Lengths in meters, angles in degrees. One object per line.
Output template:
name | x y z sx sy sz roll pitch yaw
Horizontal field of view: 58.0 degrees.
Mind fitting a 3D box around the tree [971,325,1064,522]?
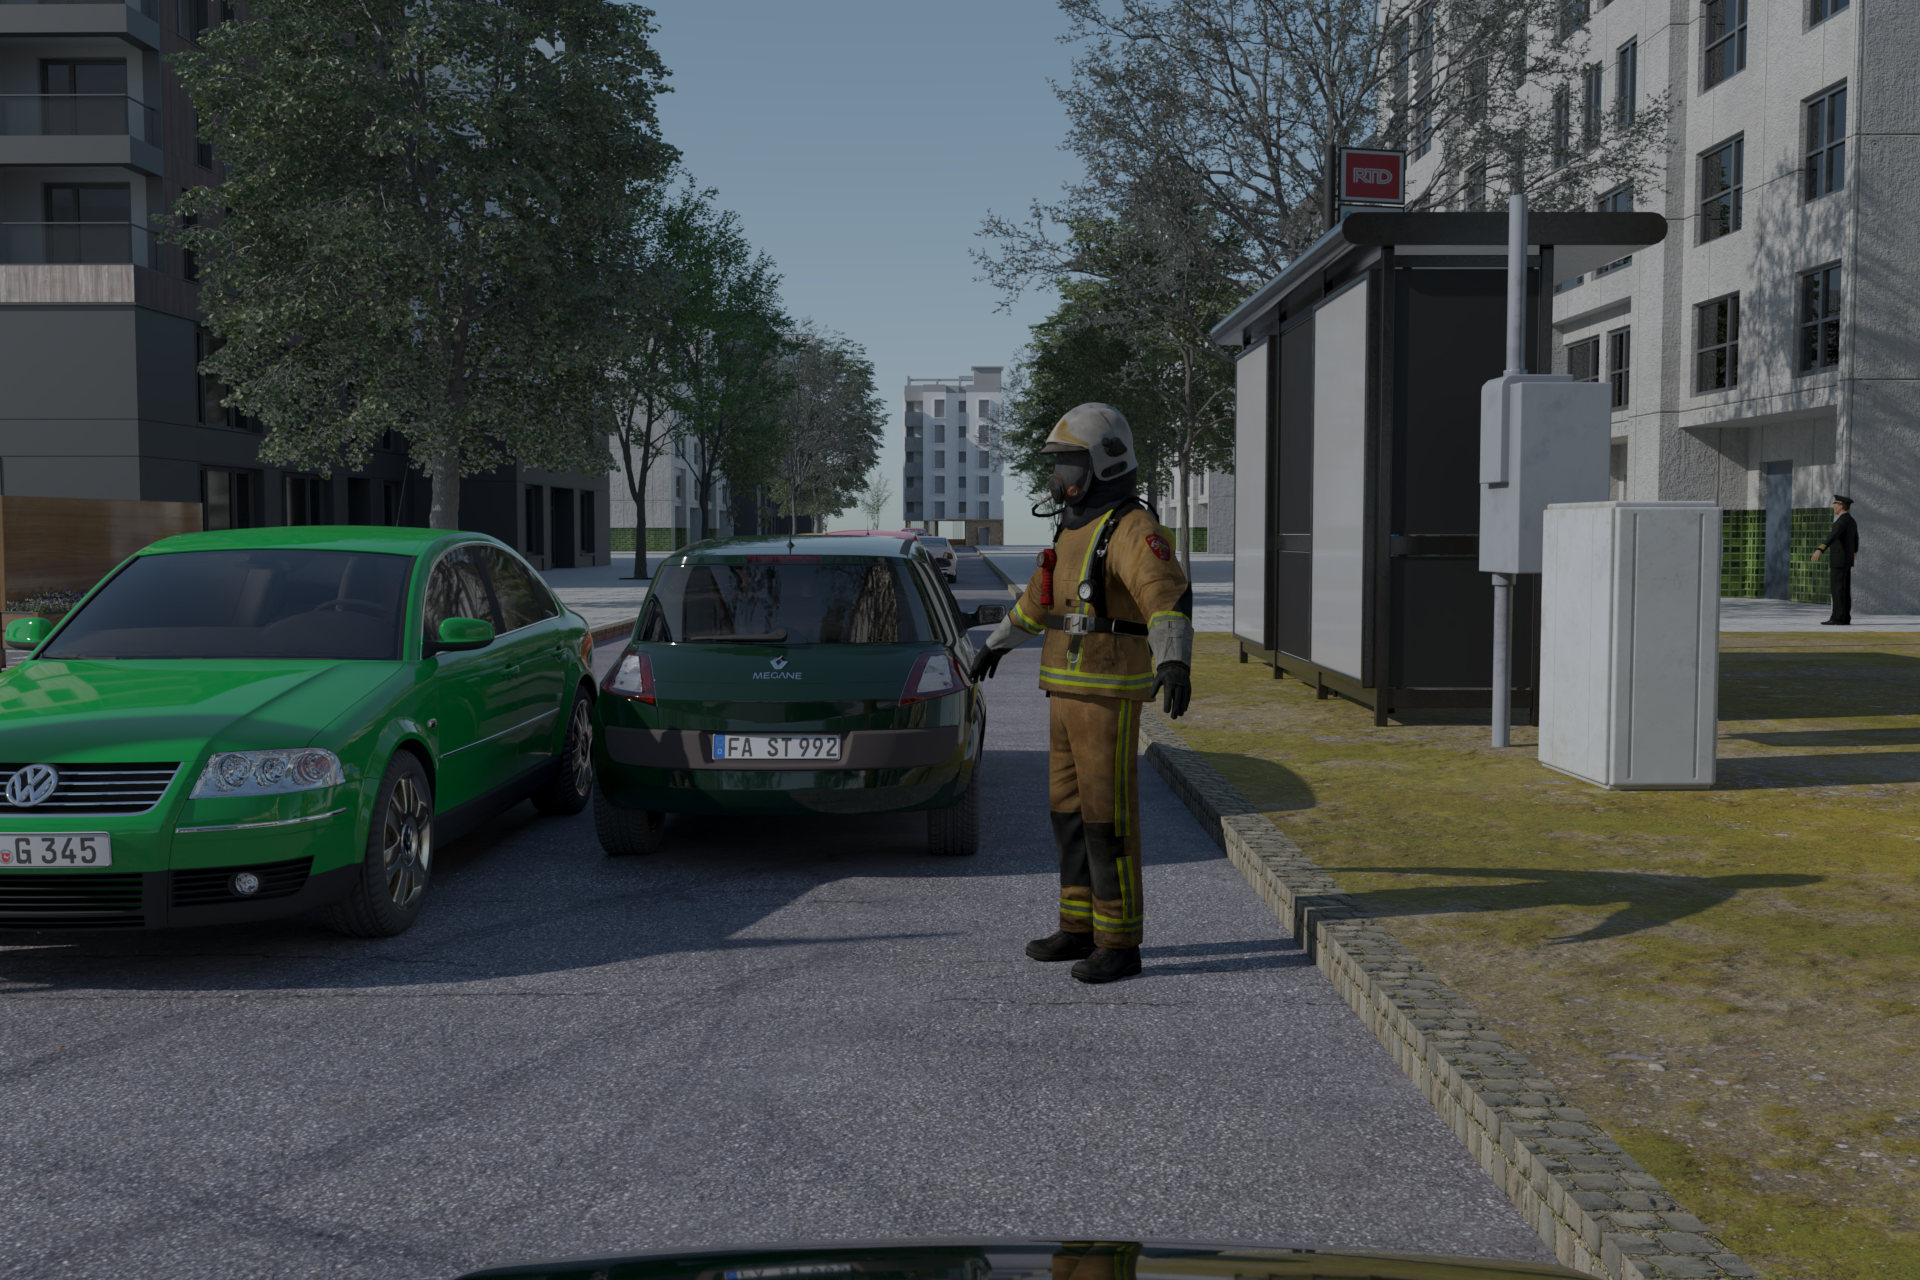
tree | 5.779 -11.393 96.639 12.009 13.543 11.850 0 3 0

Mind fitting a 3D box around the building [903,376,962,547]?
building | -6.169 -20.810 199.112 11.380 20.090 16.016 0 4 -3

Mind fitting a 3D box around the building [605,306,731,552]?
building | -29.314 -16.823 141.510 16.747 18.905 31.486 0 4 0

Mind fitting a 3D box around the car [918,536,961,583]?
car | -1.016 -2.410 51.771 2.083 1.381 4.827 0 3 0

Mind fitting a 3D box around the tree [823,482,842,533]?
tree | -15.403 -15.031 196.123 4.737 8.622 4.395 0 3 0

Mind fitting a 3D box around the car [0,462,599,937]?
car | -2.831 0.075 7.567 1.959 1.807 4.718 0 4 1

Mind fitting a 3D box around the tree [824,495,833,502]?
tree | -15.912 -15.345 201.257 4.360 8.622 3.978 0 3 0

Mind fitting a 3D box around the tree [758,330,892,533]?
tree | -9.094 -12.403 109.438 9.857 13.997 8.962 0 3 0

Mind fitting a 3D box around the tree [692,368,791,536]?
tree | -9.297 -7.440 72.008 4.737 8.622 4.395 0 3 0

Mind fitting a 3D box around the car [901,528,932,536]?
car | -2.816 -5.878 104.786 2.281 1.827 5.304 0 4 0

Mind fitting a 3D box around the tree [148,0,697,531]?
tree | -9.235 -7.606 31.022 9.857 13.997 8.962 0 3 0

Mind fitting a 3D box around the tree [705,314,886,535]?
tree | -9.271 -11.418 97.058 12.009 13.543 11.850 0 3 0

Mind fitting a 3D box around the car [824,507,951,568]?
car | -1.188 -0.877 23.380 2.155 1.783 4.494 0 4 -1

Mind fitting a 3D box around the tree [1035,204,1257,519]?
tree | 6.154 -8.288 53.632 7.486 12.596 7.792 0 3 0

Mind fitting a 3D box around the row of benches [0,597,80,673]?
row of benches | -9.358 -0.002 15.503 1.422 0.672 4.104 2 4 24

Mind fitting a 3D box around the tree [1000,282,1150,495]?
tree | 5.704 -9.813 78.573 7.486 12.596 7.792 0 3 0

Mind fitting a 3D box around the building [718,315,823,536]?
building | -29.081 -20.221 174.583 27.936 21.610 32.646 0 4 0

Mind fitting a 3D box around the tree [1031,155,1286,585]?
tree | 5.189 -6.567 41.789 7.601 10.594 8.767 -1 4 -21

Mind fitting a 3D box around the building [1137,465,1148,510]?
building | 22.604 -14.150 173.502 9.099 9.664 28.070 0 3 0

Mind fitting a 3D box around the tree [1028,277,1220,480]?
tree | 5.964 -7.836 62.538 7.601 10.594 8.767 1 4 14

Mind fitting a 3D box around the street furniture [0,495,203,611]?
street furniture | -11.867 -1.010 23.373 9.812 1.723 11.010 0 4 3

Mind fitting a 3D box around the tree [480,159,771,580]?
tree | -9.093 -7.500 48.388 9.928 11.665 9.643 0 3 0

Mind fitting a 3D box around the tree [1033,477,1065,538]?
tree | 10.726 -14.884 193.723 4.360 8.622 3.978 0 3 0

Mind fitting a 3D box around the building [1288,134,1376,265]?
building | 25.256 -14.980 75.858 19.493 23.208 18.063 0 4 0

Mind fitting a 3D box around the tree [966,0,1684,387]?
tree | 5.675 -7.128 26.912 12.009 13.543 11.850 0 3 0

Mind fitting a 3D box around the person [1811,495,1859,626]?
person | 12.384 -1.129 24.395 1.347 1.837 0.705 -3 5 -41

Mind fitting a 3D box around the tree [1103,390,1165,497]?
tree | 6.457 -7.325 70.120 4.737 8.622 4.395 0 3 0

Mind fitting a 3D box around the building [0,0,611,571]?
building | -28.508 -12.873 54.457 27.936 21.610 32.646 0 4 1

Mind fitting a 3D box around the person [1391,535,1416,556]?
person | 10.186 -2.097 40.412 1.347 1.817 0.704 1 4 20

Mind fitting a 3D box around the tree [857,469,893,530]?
tree | -9.093 -14.984 195.355 4.360 8.622 3.978 0 3 0

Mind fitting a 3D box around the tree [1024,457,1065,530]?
tree | 11.189 -16.832 200.963 9.928 11.665 9.643 0 3 0

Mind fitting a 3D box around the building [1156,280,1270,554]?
building | 24.622 -16.071 129.218 16.747 18.905 31.486 0 4 0

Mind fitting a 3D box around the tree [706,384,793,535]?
tree | -9.507 -7.941 80.196 4.737 8.622 4.395 0 3 0

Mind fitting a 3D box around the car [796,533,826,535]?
car | -2.311 -1.116 28.465 2.015 1.641 3.980 0 4 0

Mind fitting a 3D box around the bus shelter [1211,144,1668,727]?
bus shelter | 3.570 -2.324 15.625 2.179 5.291 8.768 0 3 0

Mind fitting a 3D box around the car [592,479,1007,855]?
car | -0.745 0.041 9.122 2.009 1.686 4.222 0 4 0

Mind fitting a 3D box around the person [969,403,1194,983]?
person | 0.419 0.156 5.680 0.705 1.858 1.354 -2 4 -25

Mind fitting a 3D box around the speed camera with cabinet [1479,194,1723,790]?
speed camera with cabinet | 3.476 -0.930 9.542 0.660 3.252 2.038 0 4 -2

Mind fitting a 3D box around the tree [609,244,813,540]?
tree | -9.046 -8.306 61.560 9.928 11.665 9.643 0 3 0

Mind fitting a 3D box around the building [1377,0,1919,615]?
building | 22.349 -10.775 42.627 16.747 18.905 31.486 0 3 0
